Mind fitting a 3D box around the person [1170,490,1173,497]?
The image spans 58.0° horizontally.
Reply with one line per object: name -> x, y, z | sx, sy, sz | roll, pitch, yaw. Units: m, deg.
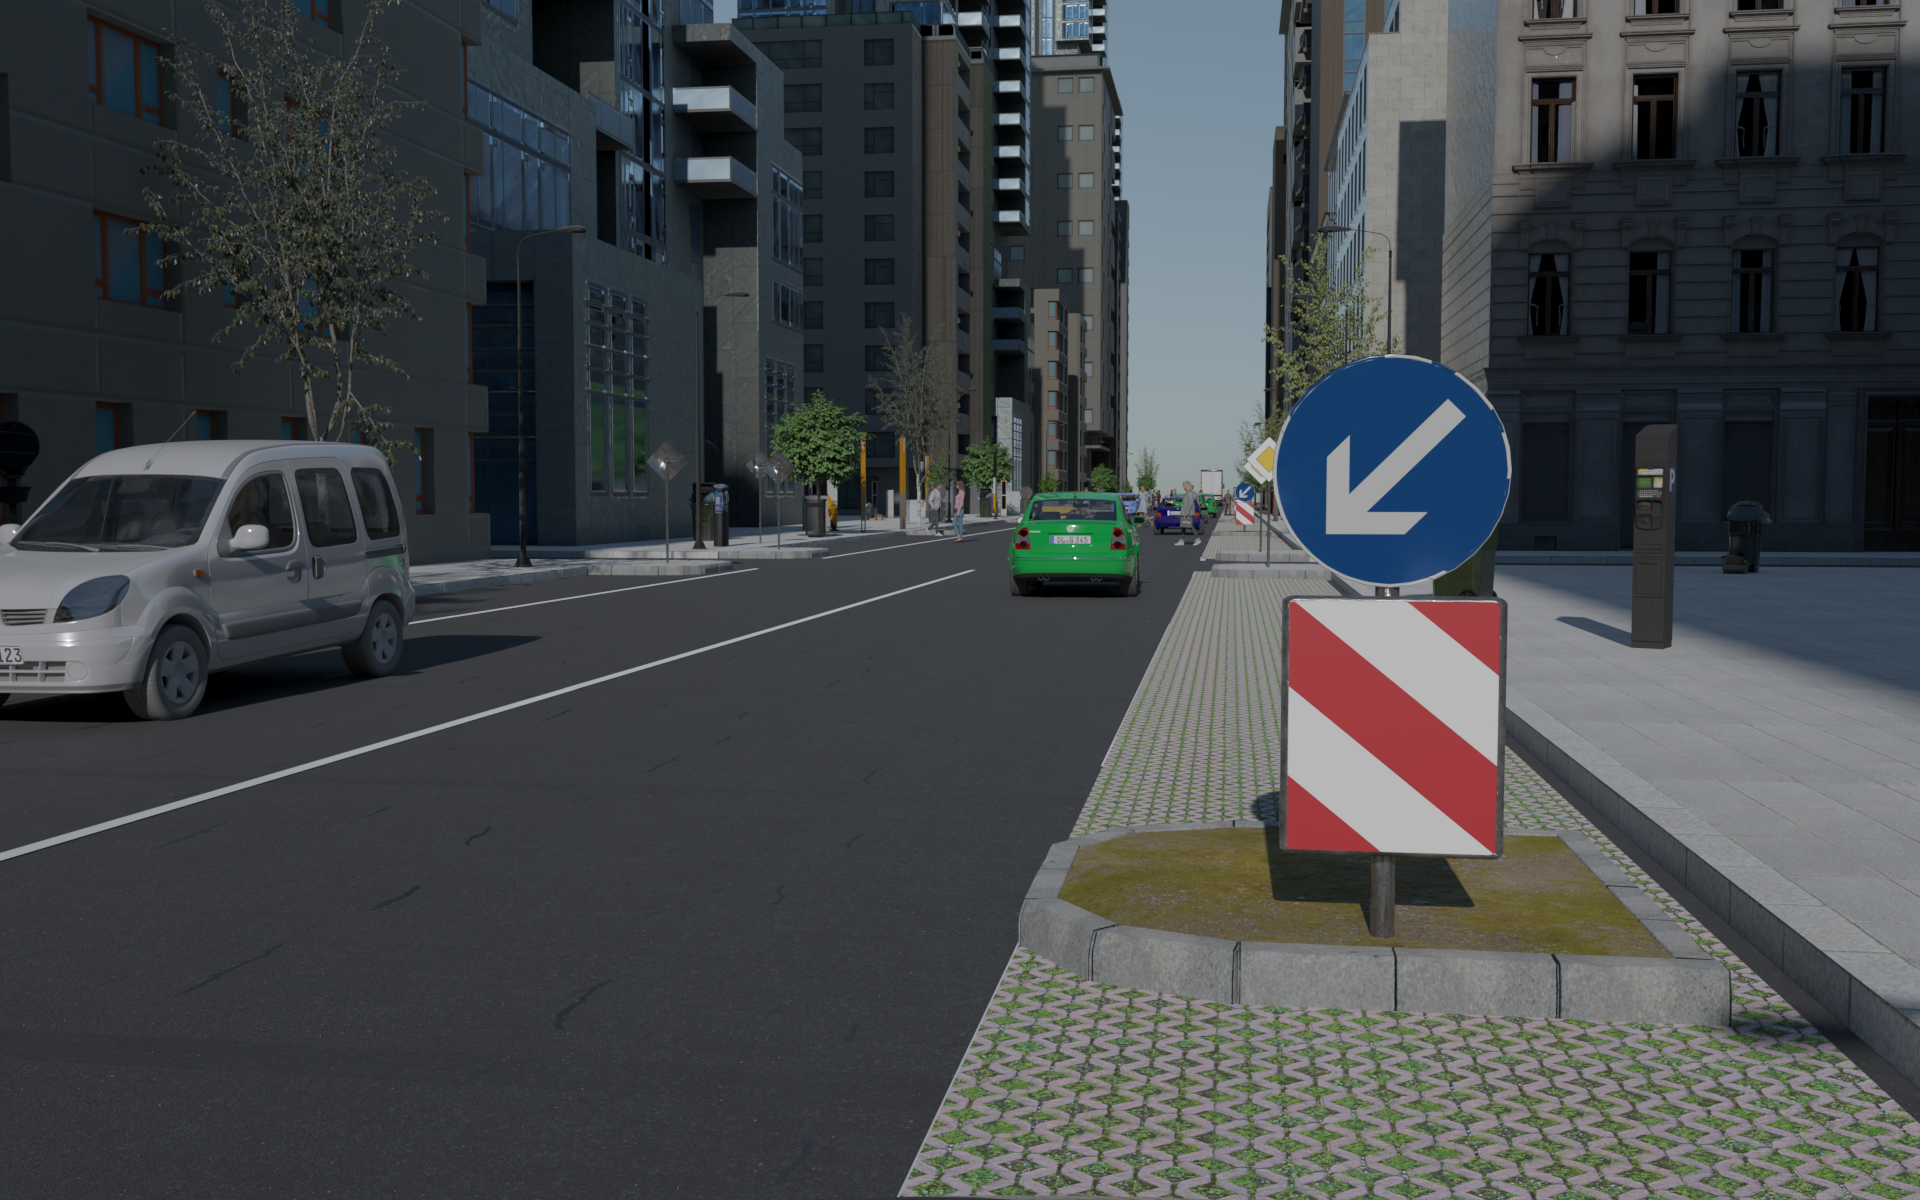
person -> 18.653, -8.796, 152.335 | 0.705, 1.821, 1.348 | 0, 4, 6

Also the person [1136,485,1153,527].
person -> 7.946, -4.046, 74.746 | 0.778, 1.811, 0.616 | -1, 4, -15

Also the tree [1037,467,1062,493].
tree -> 6.310, -7.951, 124.593 | 1.663, 3.219, 1.824 | 0, 3, 0

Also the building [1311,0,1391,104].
building -> 31.677, -28.773, 120.541 | 14.600, 45.320, 14.200 | 1, 4, 9

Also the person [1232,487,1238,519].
person -> 16.006, -5.635, 100.437 | 0.447, 1.846, 0.655 | -1, 4, -22

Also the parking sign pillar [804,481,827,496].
parking sign pillar -> -6.979, -5.733, 82.203 | 1.447, 3.967, 1.447 | 0, 4, -4

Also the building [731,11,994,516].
building -> -5.795, -20.583, 108.239 | 14.160, 30.474, 14.107 | 1, 4, 9

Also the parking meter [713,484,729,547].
parking meter -> -5.841, -2.075, 42.335 | 0.372, 1.533, 0.369 | 0, 3, 0

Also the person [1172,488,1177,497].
person -> 13.149, -5.973, 106.560 | 0.834, 1.777, 0.661 | 1, 4, 22

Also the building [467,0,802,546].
building -> -18.041, -45.515, 56.845 | 22.319, 86.520, 31.000 | 1, 4, 9

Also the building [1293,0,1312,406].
building -> 38.809, -29.760, 141.199 | 22.147, 44.769, 28.867 | 1, 4, 9

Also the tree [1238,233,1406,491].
tree -> 10.511, -5.997, 48.408 | 4.737, 8.622, 4.395 | 0, 3, 0

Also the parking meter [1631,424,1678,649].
parking meter -> 5.785, -0.533, 14.432 | 0.255, 1.863, 0.399 | 2, 4, 35

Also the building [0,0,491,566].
building -> -25.720, -10.841, 22.283 | 28.899, 21.520, 27.650 | 1, 4, 9

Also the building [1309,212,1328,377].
building -> 26.151, -14.479, 101.352 | 10.561, 19.102, 19.286 | 1, 4, 9

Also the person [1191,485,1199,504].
person -> 9.609, -3.884, 72.120 | 0.709, 1.813, 0.853 | -2, 4, -27

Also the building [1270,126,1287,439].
building -> 44.033, -33.958, 205.320 | 14.600, 45.320, 14.200 | 1, 4, 9

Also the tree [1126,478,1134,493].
tree -> 20.095, -13.005, 207.236 | 1.663, 3.219, 1.824 | 0, 3, 0

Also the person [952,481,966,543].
person -> -0.030, -2.612, 51.217 | 0.388, 1.821, 0.555 | -1, 4, -16

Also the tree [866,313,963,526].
tree -> -1.670, -7.294, 69.615 | 4.360, 8.622, 3.978 | 0, 3, 0

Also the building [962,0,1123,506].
building -> 14.091, -57.748, 256.846 | 22.319, 86.520, 31.000 | 1, 4, 9

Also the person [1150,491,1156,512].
person -> 15.688, -8.014, 140.444 | 0.530, 1.710, 0.541 | 0, 4, -5

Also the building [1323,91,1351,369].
building -> 22.709, -14.294, 82.863 | 9.793, 20.994, 18.267 | 1, 4, 9

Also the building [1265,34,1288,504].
building -> 49.600, -47.890, 221.245 | 20.563, 71.187, 20.611 | 1, 4, 9

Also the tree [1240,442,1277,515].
tree -> 19.866, -7.643, 108.673 | 4.285, 4.588, 4.351 | 0, 3, 0

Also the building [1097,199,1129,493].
building -> 15.453, -33.733, 235.122 | 14.154, 41.232, 14.086 | 1, 4, 9

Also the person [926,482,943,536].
person -> -0.895, -3.129, 59.508 | 0.795, 1.843, 0.661 | 2, 4, 29

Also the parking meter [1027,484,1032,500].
parking meter -> 4.200, -6.099, 105.431 | 0.255, 1.863, 0.399 | 2, 4, 29

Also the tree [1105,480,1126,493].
tree -> 16.380, -11.676, 185.503 | 1.663, 3.219, 1.824 | 0, 3, 0

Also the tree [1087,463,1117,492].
tree -> 14.841, -12.124, 181.943 | 4.285, 4.588, 4.351 | 0, 3, 0

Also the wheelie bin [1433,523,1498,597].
wheelie bin -> 5.549, -0.688, 19.153 | 0.693, 1.594, 0.980 | 3, 4, 37

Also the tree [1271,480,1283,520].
tree -> 16.598, -5.634, 86.724 | 1.663, 3.219, 1.824 | 0, 3, 0

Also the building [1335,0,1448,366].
building -> 19.905, -12.855, 64.937 | 10.420, 20.320, 16.860 | 1, 4, 9

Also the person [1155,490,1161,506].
person -> 19.023, -9.633, 165.931 | 0.705, 1.831, 1.348 | 2, 4, 27

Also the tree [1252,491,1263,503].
tree -> 44.057, -16.220, 259.798 | 1.663, 3.219, 1.824 | 0, 3, 0

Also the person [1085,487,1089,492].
person -> 7.182, -5.440, 97.545 | 0.778, 1.811, 0.616 | 3, 4, 37

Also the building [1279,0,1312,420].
building -> 45.670, -35.420, 168.355 | 28.713, 52.752, 27.495 | 1, 4, 9

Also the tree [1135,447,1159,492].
tree -> 28.763, -19.238, 264.903 | 4.737, 8.622, 4.395 | 0, 3, 0

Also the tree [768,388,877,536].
tree -> -4.271, -4.281, 53.700 | 4.285, 4.588, 4.351 | 0, 3, 0

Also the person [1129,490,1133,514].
person -> 12.234, -6.949, 122.831 | 0.721, 1.735, 1.217 | 1, 4, 10

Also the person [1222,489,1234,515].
person -> 18.765, -6.853, 121.092 | 0.434, 1.755, 0.990 | -3, 5, -40

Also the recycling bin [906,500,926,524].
recycling bin -> -1.880, -3.772, 74.233 | 0.722, 1.027, 0.722 | -1, 4, -15

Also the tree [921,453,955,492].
tree -> -1.040, -5.309, 81.396 | 1.663, 3.219, 1.824 | 0, 3, 0

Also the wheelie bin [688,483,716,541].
wheelie bin -> -6.980, -2.420, 47.475 | 0.980, 1.594, 0.693 | 0, 4, 1

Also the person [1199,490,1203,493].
person -> 16.980, -6.851, 121.297 | 0.721, 1.735, 1.217 | 1, 4, 22

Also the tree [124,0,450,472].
tree -> -8.849, -4.479, 23.601 | 4.360, 8.622, 3.978 | 0, 3, 0

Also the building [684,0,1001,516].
building -> -5.149, -50.017, 130.448 | 22.319, 86.520, 31.000 | 1, 4, 9

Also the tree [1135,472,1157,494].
tree -> 27.097, -16.478, 253.125 | 4.285, 4.588, 4.351 | 0, 3, 0

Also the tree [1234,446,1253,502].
tree -> 43.825, -19.157, 263.582 | 4.360, 8.622, 3.978 | 0, 3, 0

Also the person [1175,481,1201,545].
person -> 6.390, -2.428, 48.376 | 0.728, 1.800, 0.709 | 0, 4, -4

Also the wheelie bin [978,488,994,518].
wheelie bin -> 1.419, -5.265, 93.997 | 0.980, 1.594, 0.693 | 1, 4, 11

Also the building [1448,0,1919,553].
building -> 21.373, -11.785, 41.841 | 18.267, 20.994, 9.793 | 1, 4, 9

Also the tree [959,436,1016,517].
tree -> 1.594, -6.948, 97.308 | 4.285, 4.588, 4.351 | 0, 3, 0

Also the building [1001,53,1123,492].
building -> 4.961, -38.221, 214.157 | 28.713, 52.752, 27.495 | 1, 4, 9

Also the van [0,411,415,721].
van -> -5.530, -0.327, 12.365 | 2.013, 2.044, 4.112 | 1, 4, 10

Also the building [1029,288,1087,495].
building -> -3.106, -19.409, 162.370 | 27.650, 21.520, 28.899 | 1, 4, 9
